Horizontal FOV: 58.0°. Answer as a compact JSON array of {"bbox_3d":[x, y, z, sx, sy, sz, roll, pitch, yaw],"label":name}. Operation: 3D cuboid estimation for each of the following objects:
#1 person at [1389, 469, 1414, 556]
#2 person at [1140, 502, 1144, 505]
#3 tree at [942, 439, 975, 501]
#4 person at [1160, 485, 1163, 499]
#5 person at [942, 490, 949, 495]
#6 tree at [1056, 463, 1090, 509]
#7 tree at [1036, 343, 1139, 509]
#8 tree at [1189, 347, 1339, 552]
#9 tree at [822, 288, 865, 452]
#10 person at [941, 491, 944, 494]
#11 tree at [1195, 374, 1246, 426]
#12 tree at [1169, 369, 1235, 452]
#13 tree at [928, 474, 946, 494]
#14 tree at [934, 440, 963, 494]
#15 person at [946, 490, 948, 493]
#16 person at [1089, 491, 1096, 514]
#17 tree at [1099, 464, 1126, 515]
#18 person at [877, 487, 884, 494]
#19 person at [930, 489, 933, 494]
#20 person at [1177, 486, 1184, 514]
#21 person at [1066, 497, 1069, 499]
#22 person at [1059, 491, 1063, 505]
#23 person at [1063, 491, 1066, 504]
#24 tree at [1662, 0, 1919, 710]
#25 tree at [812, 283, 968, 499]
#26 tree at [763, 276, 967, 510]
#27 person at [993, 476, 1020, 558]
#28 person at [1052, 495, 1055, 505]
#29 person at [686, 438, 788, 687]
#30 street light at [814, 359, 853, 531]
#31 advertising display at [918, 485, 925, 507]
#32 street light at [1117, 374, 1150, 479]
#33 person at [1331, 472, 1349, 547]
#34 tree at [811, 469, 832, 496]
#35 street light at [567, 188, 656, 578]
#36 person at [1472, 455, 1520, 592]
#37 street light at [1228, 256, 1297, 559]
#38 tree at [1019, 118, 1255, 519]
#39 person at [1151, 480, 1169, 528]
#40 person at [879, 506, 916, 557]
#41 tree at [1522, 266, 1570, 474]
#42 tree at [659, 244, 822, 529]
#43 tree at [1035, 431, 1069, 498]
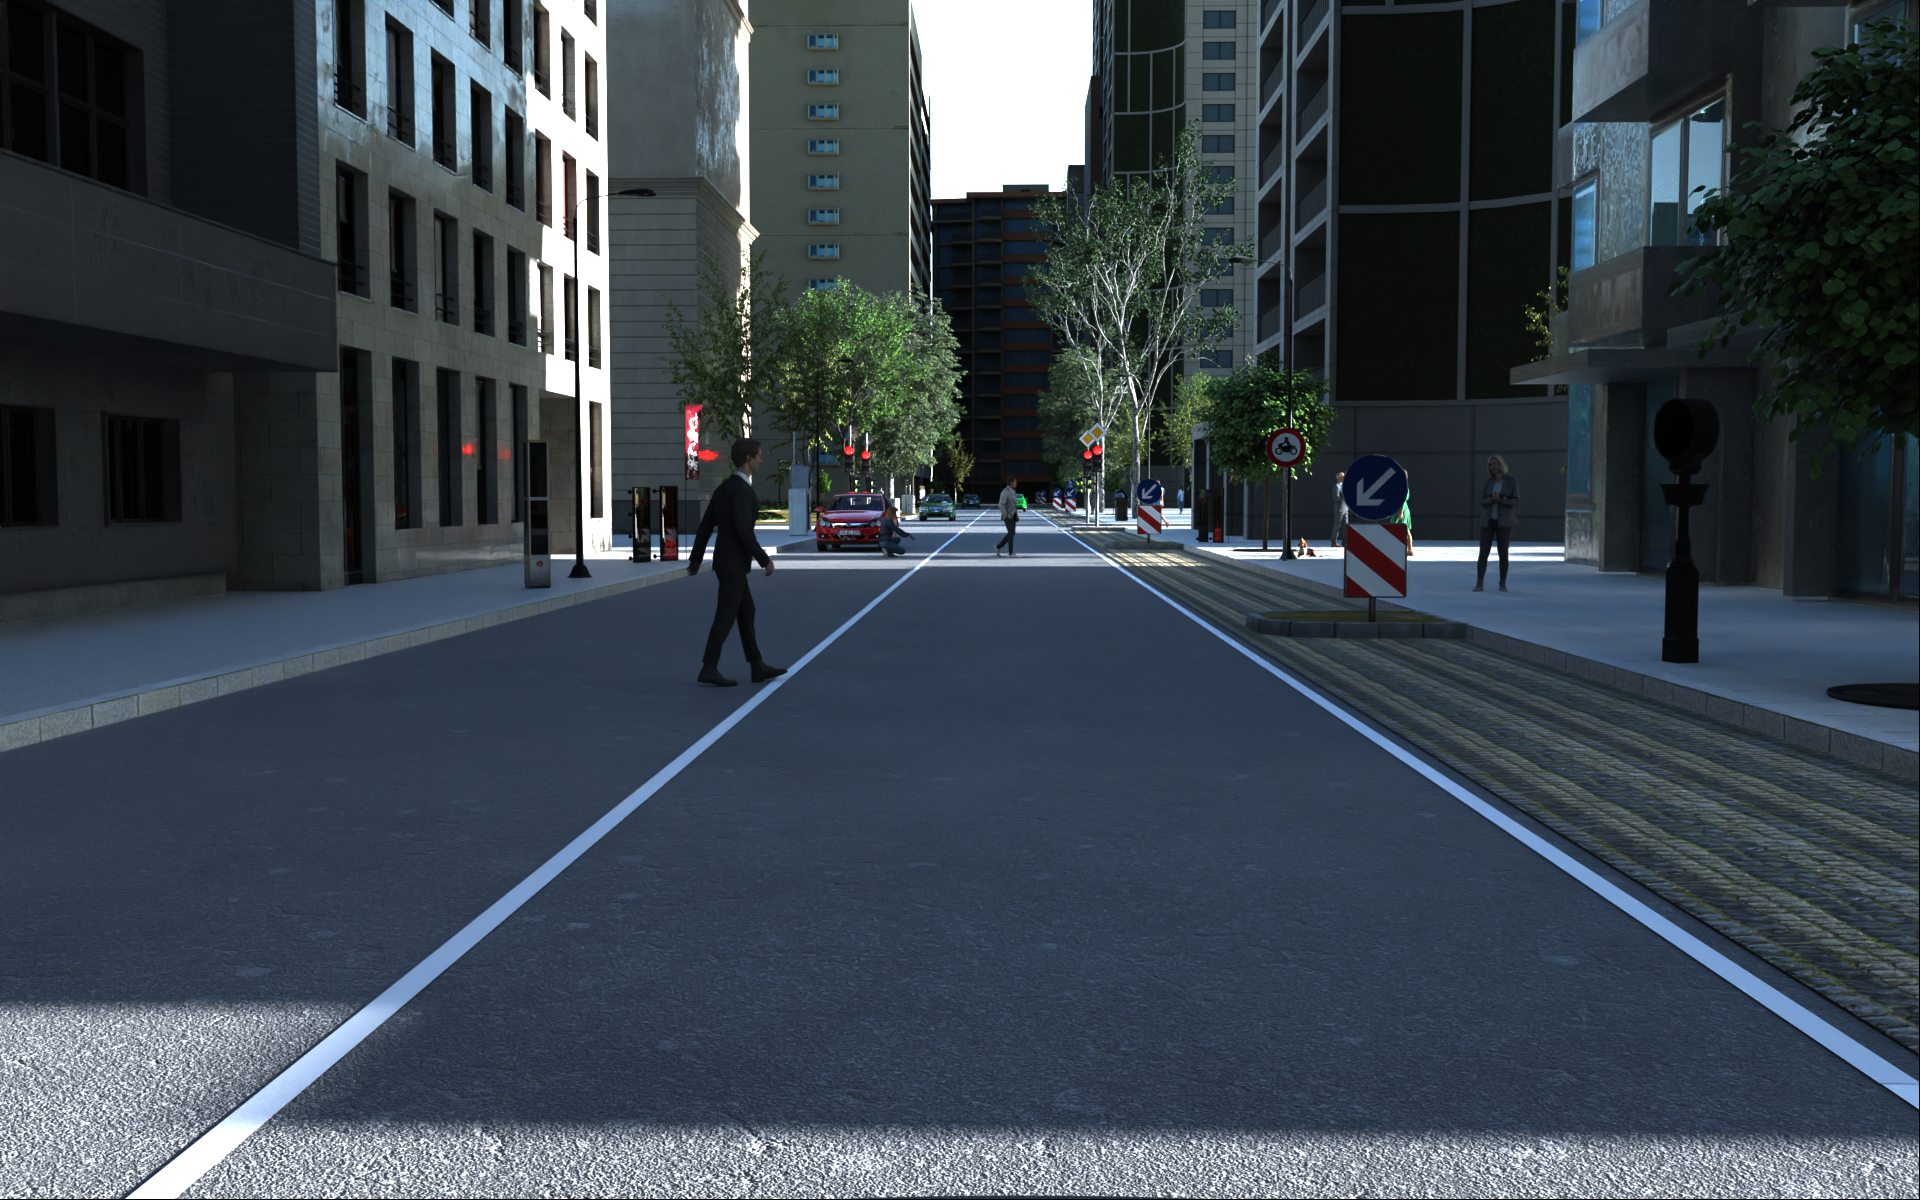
[{"bbox_3d":[9.177,-1.813,35.930,0.529,1.795,0.600,0,4,-2],"label":"person"},{"bbox_3d":[14.128,-7.714,137.670,1.012,1.151,0.738,-1,4,-10],"label":"person"},{"bbox_3d":[-0.356,-16.870,226.187,4.737,8.622,4.395,0,3,0],"label":"tree"},{"bbox_3d":[9.957,-4.954,87.385,0.599,1.781,0.374,0,4,0],"label":"person"},{"bbox_3d":[-1.715,-11.499,194.132,1.350,1.814,0.705,-1,4,-19],"label":"person"},{"bbox_3d":[10.166,-10.363,153.144,4.285,4.588,4.351,0,3,0],"label":"tree"},{"bbox_3d":[10.700,-14.554,144.608,9.857,13.997,8.962,0,3,0],"label":"tree"},{"bbox_3d":[6.795,-3.373,38.864,4.285,4.588,4.351,0,3,0],"label":"tree"},{"bbox_3d":[-5.480,-6.875,62.767,4.737,8.622,4.395,0,3,0],"label":"tree"},{"bbox_3d":[-2.121,-13.437,225.607,0.709,1.838,0.599,-3,4,-37],"label":"person"},{"bbox_3d":[21.451,-12.182,133.587,8.767,10.594,7.601,2,4,25],"label":"tree"},{"bbox_3d":[21.056,-13.395,144.769,9.928,11.665,9.643,0,3,0],"label":"tree"},{"bbox_3d":[-2.356,-10.100,159.732,1.663,3.219,1.824,0,3,0],"label":"tree"},{"bbox_3d":[-1.464,-16.464,219.540,4.360,8.622,3.978,0,3,0],"label":"tree"},{"bbox_3d":[-1.691,-12.638,213.388,0.721,1.735,1.217,3,4,36],"label":"person"},{"bbox_3d":[8.322,-6.331,109.836,0.520,1.790,0.573,3,4,36],"label":"person"},{"bbox_3d":[9.663,-6.924,107.807,1.663,3.219,1.824,0,3,0],"label":"tree"},{"bbox_3d":[-6.281,-7.983,136.681,0.709,1.813,0.853,1,4,18],"label":"person"},{"bbox_3d":[-1.936,-6.421,113.908,0.534,1.772,0.576,1,4,9],"label":"person"},{"bbox_3d":[14.061,-6.362,110.328,0.793,1.790,0.793,0,4,5],"label":"person"},{"bbox_3d":[9.853,-9.314,158.339,0.705,1.822,1.348,1,4,10],"label":"person"},{"bbox_3d":[11.467,-11.593,196.499,0.541,1.710,0.530,-1,4,-22],"label":"person"},{"bbox_3d":[13.692,-13.462,226.837,1.217,1.739,0.721,-1,4,-11],"label":"person"},{"bbox_3d":[6.161,-1.651,10.711,4.285,4.588,4.351,0,3,0],"label":"tree"},{"bbox_3d":[-4.396,-12.168,105.597,9.857,13.997,8.962,0,3,0],"label":"tree"},{"bbox_3d":[-5.423,-9.664,83.764,9.928,11.665,9.643,0,3,0],"label":"tree"},{"bbox_3d":[1.045,-1.876,39.014,0.795,1.843,0.661,2,4,31],"label":"person"},{"bbox_3d":[11.201,-12.256,206.389,0.705,1.831,1.348,-1,4,-11],"label":"person"},{"bbox_3d":[-1.627,-0.289,13.009,0.755,1.850,0.659,-2,4,-24],"label":"person"},{"bbox_3d":[-4.348,-5.319,59.507,1.470,5.913,1.316,0,4,2],"label":"street light"},{"bbox_3d":[-2.817,-7.486,127.602,0.123,1.923,0.974,1,4,23],"label":"advertising display"},{"bbox_3d":[6.755,-5.781,67.062,1.470,5.913,1.316,0,4,2],"label":"street light"},{"bbox_3d":[9.252,-2.173,41.749,0.590,1.801,0.661,2,4,30],"label":"person"},{"bbox_3d":[-10.782,-8.572,134.751,1.663,3.219,1.824,0,3,0],"label":"tree"},{"bbox_3d":[-5.306,-3.297,26.446,1.470,5.913,1.316,0,4,2],"label":"street light"},{"bbox_3d":[7.071,-1.012,22.769,0.537,1.800,0.526,3,4,38],"label":"person"},{"bbox_3d":[5.929,-3.759,33.998,1.470,5.913,1.316,0,4,2],"label":"street light"},{"bbox_3d":[9.582,-14.243,88.766,12.611,20.169,13.585,0,3,0],"label":"tree"},{"bbox_3d":[7.523,-3.646,65.745,0.778,1.811,0.616,-1,4,-15],"label":"person"},{"bbox_3d":[-1.519,-1.555,39.428,0.738,1.151,1.012,-1,4,-20],"label":"person"},{"bbox_3d":[15.162,-5.423,39.030,4.737,8.622,4.395,0,3,0],"label":"tree"},{"bbox_3d":[-6.528,-6.106,50.200,4.737,8.622,4.395,0,3,0],"label":"tree"},{"bbox_3d":[10.410,-14.484,187.173,4.737,8.622,4.395,0,3,0],"label":"tree"}]
